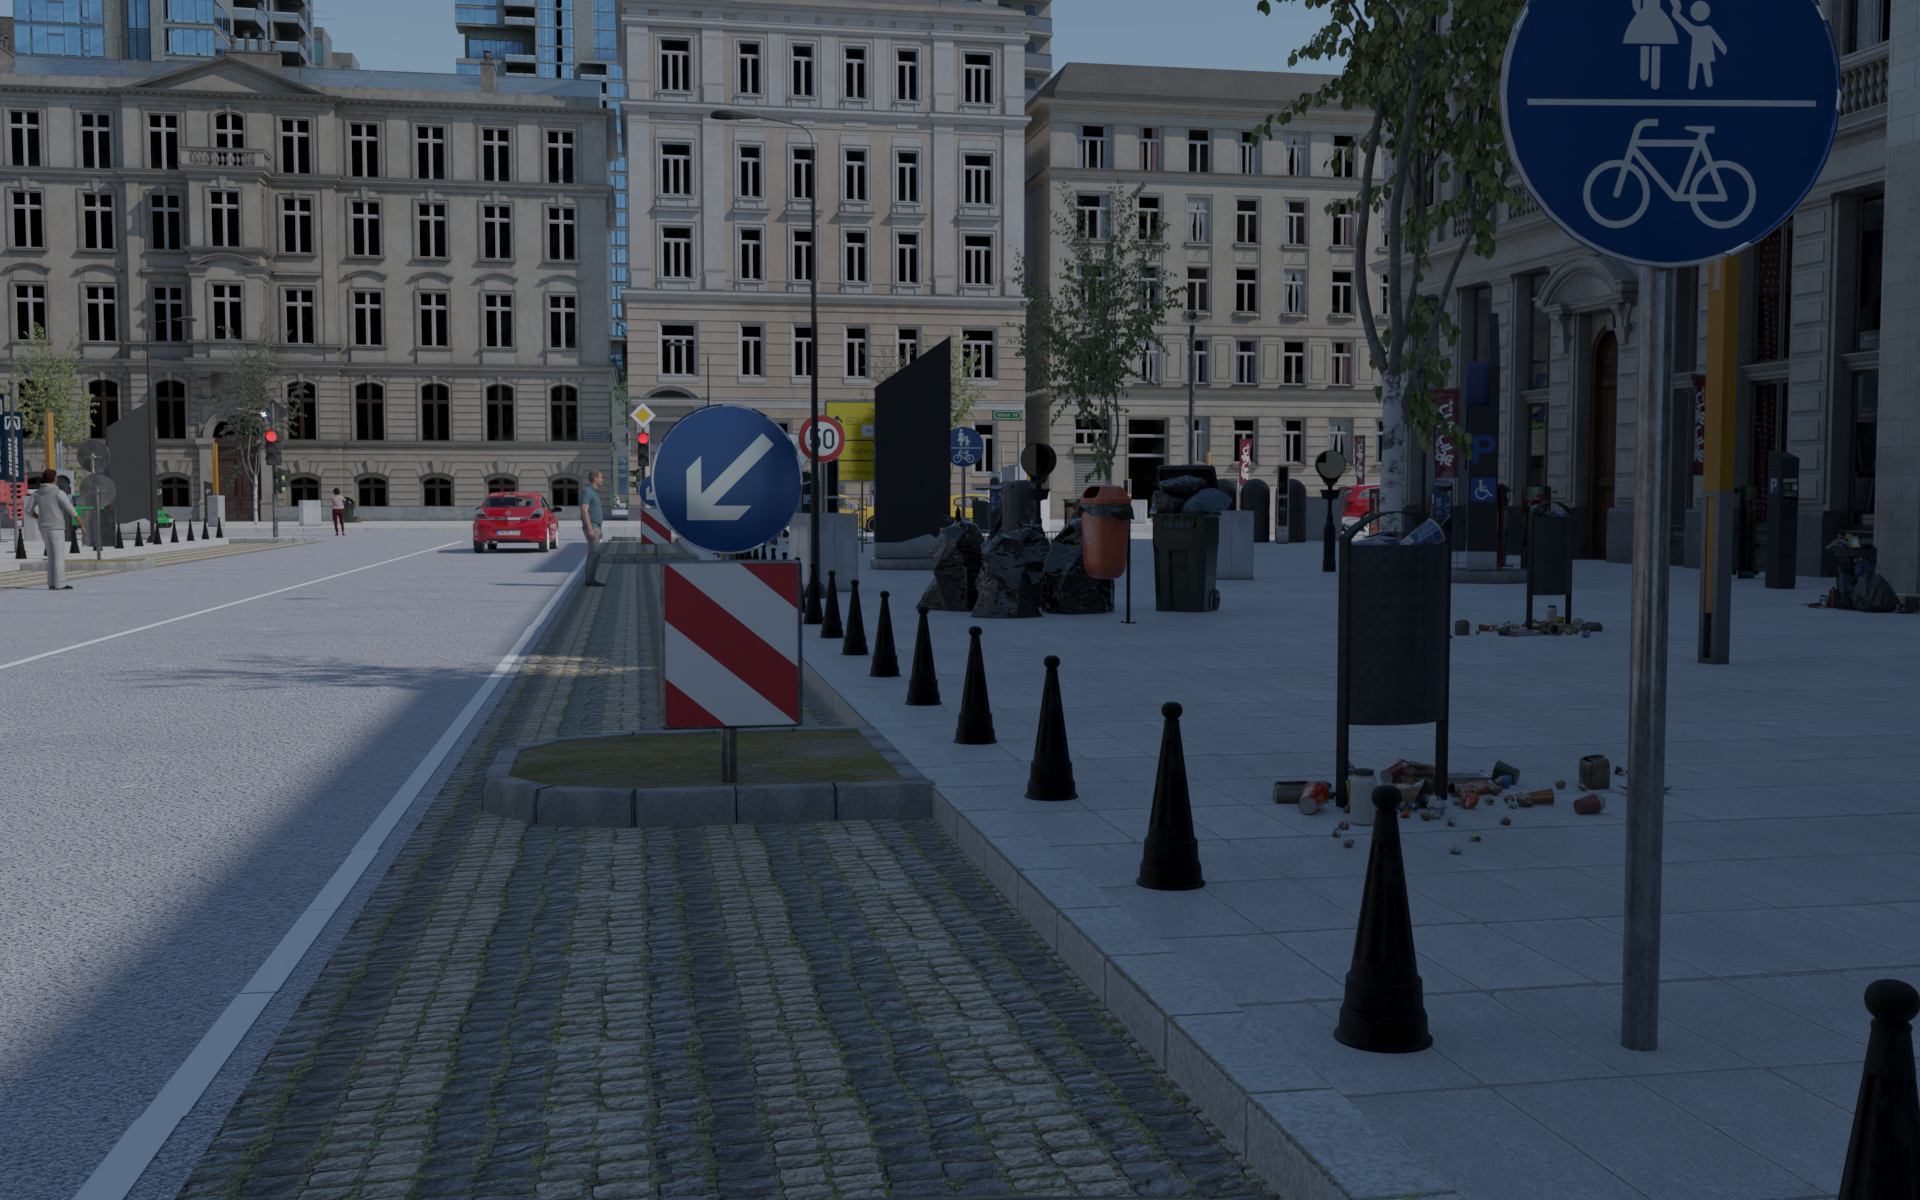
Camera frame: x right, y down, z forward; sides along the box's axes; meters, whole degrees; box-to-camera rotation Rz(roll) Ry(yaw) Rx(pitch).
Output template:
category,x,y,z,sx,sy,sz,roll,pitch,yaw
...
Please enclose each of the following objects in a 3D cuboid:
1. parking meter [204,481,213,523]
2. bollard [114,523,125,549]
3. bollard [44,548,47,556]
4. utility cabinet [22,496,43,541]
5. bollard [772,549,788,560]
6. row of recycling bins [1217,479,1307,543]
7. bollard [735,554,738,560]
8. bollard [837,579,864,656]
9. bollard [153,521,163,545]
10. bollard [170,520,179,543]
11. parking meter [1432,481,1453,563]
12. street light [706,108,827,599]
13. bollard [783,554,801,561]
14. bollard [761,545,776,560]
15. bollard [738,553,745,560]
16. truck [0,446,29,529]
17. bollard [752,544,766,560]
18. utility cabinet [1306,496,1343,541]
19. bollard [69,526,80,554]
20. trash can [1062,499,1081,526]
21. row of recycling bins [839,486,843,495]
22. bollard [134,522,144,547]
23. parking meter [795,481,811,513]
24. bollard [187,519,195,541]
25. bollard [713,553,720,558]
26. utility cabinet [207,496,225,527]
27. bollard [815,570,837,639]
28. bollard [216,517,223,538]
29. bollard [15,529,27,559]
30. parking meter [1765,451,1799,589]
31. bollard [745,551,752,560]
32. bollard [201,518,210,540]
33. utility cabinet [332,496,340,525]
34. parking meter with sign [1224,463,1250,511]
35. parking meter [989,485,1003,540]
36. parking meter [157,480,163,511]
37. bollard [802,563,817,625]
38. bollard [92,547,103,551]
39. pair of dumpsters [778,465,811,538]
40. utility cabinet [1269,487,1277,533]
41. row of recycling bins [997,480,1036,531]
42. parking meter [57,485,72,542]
category,x,y,z,sx,sy,sz,roll,pitch,yaw
parking meter,-33.387,-4.363,77.040,0.399,1.863,0.255,-1,4,-11
bollard,-19.769,-1.508,40.703,0.229,0.601,0.229,0,3,0
bollard,-18.848,-1.210,35.822,0.229,0.601,0.229,0,3,0
utility cabinet,-25.705,-2.261,48.135,0.306,1.237,1.020,-1,4,-12
bollard,-2.061,-0.265,20.374,0.229,0.601,0.229,0,3,0
row of recycling bins,7.484,-2.399,46.328,3.534,1.692,1.069,1,4,14
bollard,-3.593,-0.764,28.535,0.229,0.601,0.229,0,3,0
bollard,-0.838,0.135,13.839,0.229,0.601,0.229,0,3,0
bollard,-20.377,-1.708,43.964,0.229,0.601,0.229,0,3,0
bollard,-20.683,-1.807,45.593,0.229,0.601,0.229,0,3,0
parking meter,9.013,-1.465,32.370,0.372,1.533,0.369,0,3,0
street light,-2.320,-2.972,21.140,1.470,5.913,1.316,-1,4,-11
bollard,-1.758,-0.165,18.737,0.229,0.601,0.229,0,3,0
bollard,-2.369,-0.364,21.999,0.229,0.601,0.229,0,3,0
bollard,-3.288,-0.665,26.909,0.229,0.601,0.229,0,3,0
truck,-33.755,-3.870,52.188,11.283,4.237,2.839,-1,4,-10
bollard,-2.676,-0.464,23.635,0.229,0.601,0.229,0,3,0
utility cabinet,9.978,-2.232,47.656,1.020,1.237,0.306,0,4,-1
bollard,-19.154,-1.310,37.453,0.229,0.601,0.229,0,3,0
trash can,3.418,-2.456,51.808,0.748,1.137,0.748,0,3,0
row of recycling bins,-6.471,-4.100,74.144,3.534,1.692,1.069,2,4,33
bollard,-20.073,-1.608,42.329,0.229,0.601,0.229,0,3,0
parking meter,-2.873,-1.436,31.883,0.372,1.533,0.369,0,3,0
bollard,-20.991,-1.908,47.236,0.229,0.601,0.229,0,3,0
bollard,-4.815,-1.162,35.043,0.229,0.601,0.229,0,3,0
utility cabinet,-29.012,-3.448,67.539,0.306,1.237,1.020,-3,5,-44
bollard,-1.143,0.035,15.471,0.229,0.601,0.229,0,3,0
bollard,-21.606,-2.109,50.517,0.229,0.601,0.229,0,3,0
bollard,-18.541,-1.109,34.180,0.229,0.601,0.229,0,3,0
parking meter,11.140,-1.086,23.465,0.255,1.863,0.399,0,4,-4
bollard,-2.978,-0.564,25.261,0.229,0.601,0.229,0,3,0
bollard,-21.297,-2.008,48.867,0.229,0.601,0.229,0,3,0
utility cabinet,-26.240,-3.784,73.026,0.306,1.237,1.020,-1,4,-12
parking meter with sign,13.299,-5.420,84.886,1.738,3.016,0.543,1,4,18
parking meter,0.981,-2.358,46.971,0.372,1.533,0.369,0,3,0
parking meter,-33.517,-4.077,72.374,0.255,1.863,0.399,-3,5,-44
bollard,-1.446,-0.065,17.109,0.229,0.601,0.229,0,3,0
bollard,-19.463,-1.409,39.078,0.229,0.601,0.229,0,3,0
pair of dumpsters,-5.099,-3.086,52.951,1.574,2.255,4.437,-1,4,-11
utility cabinet,10.461,-2.880,55.773,1.173,1.500,0.318,-1,4,-13
row of recycling bins,1.694,-2.687,51.041,1.069,1.692,3.534,0,4,-8
parking meter,-24.065,-2.331,46.523,0.372,1.533,0.369,0,3,0
